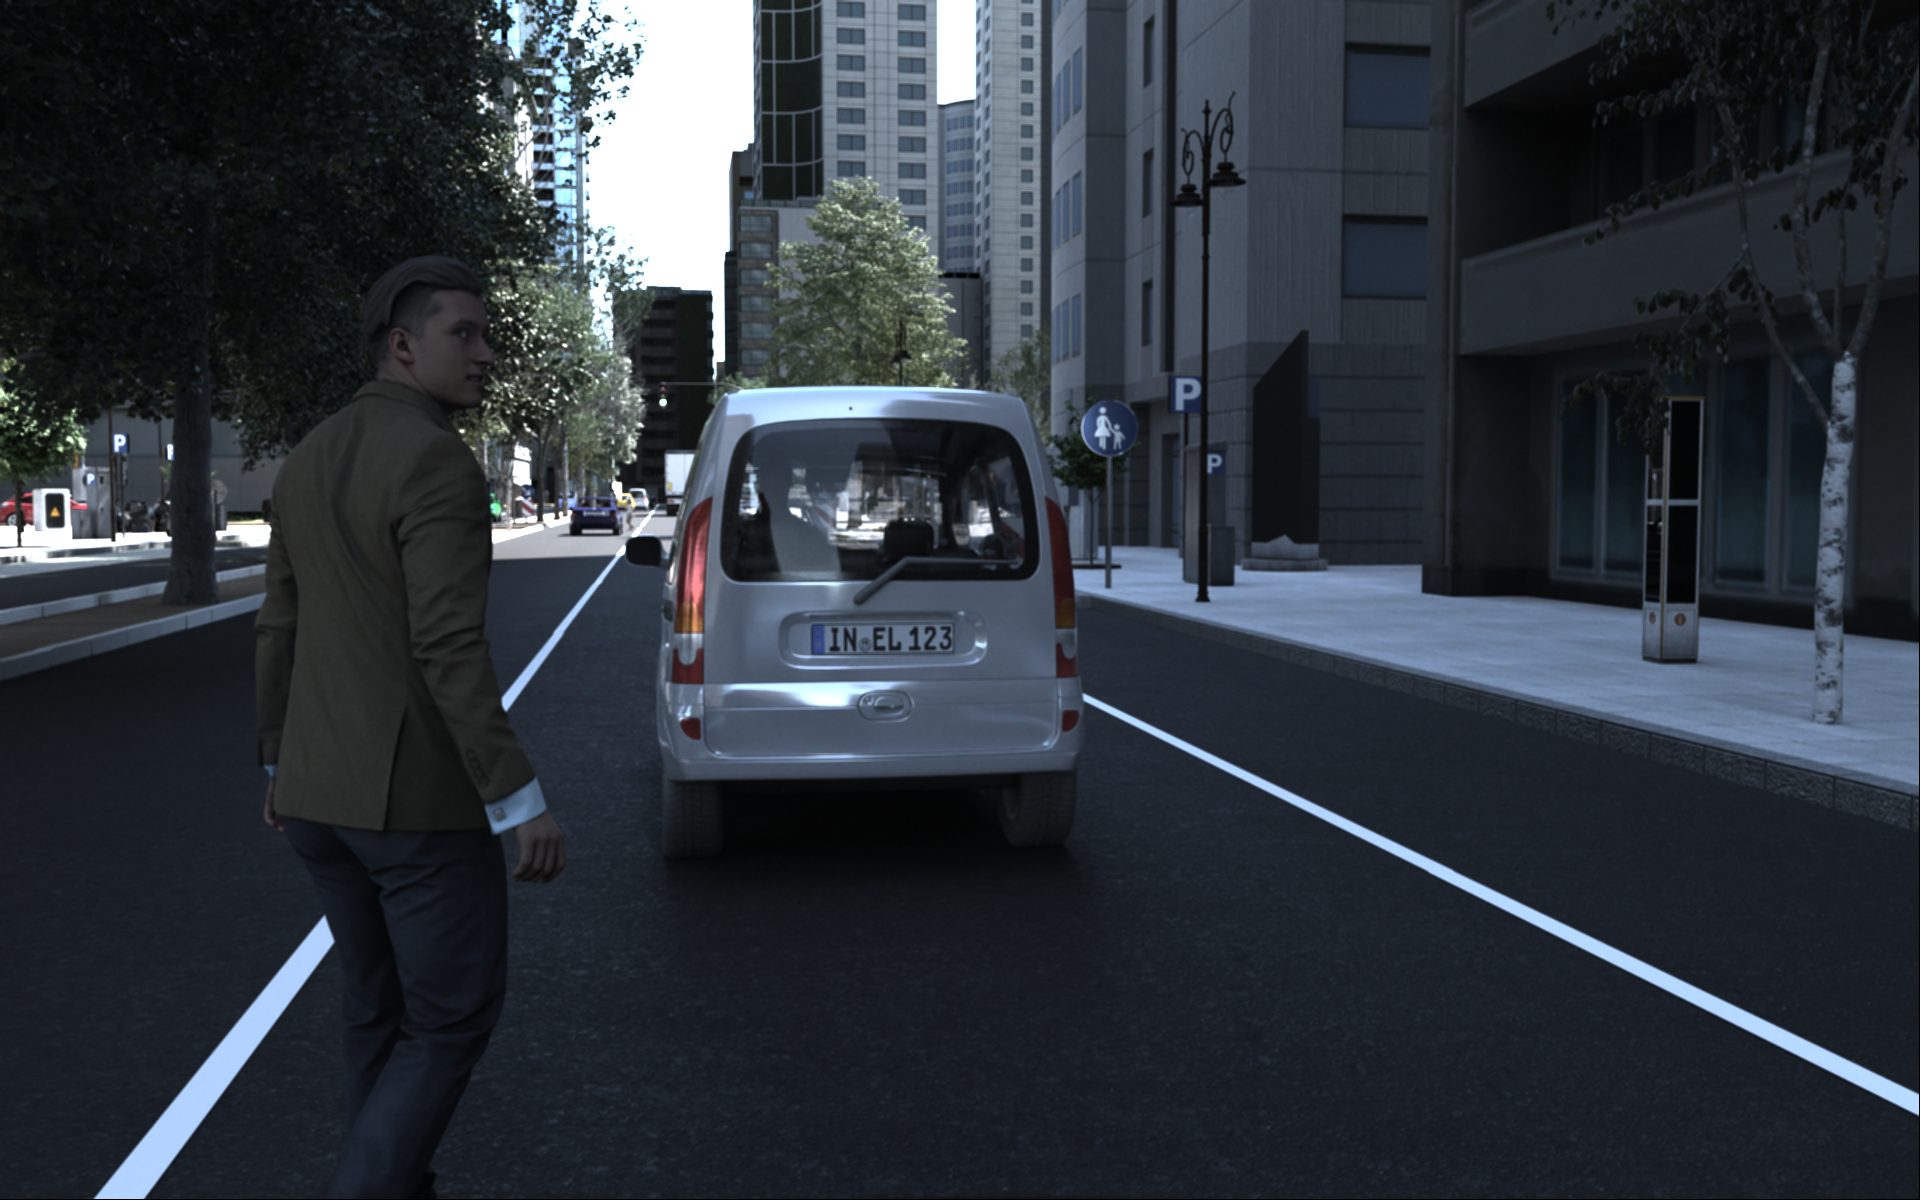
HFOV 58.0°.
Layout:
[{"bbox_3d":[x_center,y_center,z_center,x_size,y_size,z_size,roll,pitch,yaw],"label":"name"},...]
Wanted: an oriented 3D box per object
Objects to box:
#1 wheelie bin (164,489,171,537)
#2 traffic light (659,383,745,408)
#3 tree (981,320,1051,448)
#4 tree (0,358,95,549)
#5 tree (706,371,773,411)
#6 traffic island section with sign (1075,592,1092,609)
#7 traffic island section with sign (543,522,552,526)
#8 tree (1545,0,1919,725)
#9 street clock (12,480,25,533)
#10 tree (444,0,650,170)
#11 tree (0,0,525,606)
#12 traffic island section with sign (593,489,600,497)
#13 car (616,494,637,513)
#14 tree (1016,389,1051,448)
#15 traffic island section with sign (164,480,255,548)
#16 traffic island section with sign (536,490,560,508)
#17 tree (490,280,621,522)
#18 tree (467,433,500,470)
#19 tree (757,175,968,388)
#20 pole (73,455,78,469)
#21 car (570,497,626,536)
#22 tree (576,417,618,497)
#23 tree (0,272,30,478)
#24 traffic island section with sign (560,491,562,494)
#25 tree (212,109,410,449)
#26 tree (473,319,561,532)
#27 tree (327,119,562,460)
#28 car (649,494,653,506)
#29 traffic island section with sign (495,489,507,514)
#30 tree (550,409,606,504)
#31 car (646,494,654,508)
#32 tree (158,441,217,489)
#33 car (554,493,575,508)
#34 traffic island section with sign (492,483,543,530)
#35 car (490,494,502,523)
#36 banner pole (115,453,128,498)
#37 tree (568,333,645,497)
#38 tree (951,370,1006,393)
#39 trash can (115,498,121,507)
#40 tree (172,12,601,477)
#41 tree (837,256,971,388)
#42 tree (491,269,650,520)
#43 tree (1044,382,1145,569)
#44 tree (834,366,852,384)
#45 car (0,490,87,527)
[{"bbox_3d":[-23.425,-2.699,52.034,0.980,1.594,0.693,1,4,18],"label":"wheelie bin"},{"bbox_3d":[-9.914,-5.897,71.089,4.771,5.953,1.251,-1,4,-10],"label":"traffic light"},{"bbox_3d":[3.703,-9.693,92.887,7.601,10.594,8.767,1,4,17],"label":"tree"},{"bbox_3d":[-22.599,-3.529,41.418,4.285,4.588,4.351,0,3,0],"label":"tree"},{"bbox_3d":[-17.505,-13.450,145.670,9.928,11.665,9.643,0,3,0],"label":"tree"},{"bbox_3d":[0.518,-0.844,22.435,1.989,1.847,2.006,-1,4,-10],"label":"traffic island section with sign"},{"bbox_3d":[-19.348,-4.243,77.508,2.006,1.907,1.989,-1,4,-10],"label":"traffic island section with sign"},{"bbox_3d":[4.982,-3.626,9.649,4.360,8.622,3.978,0,3,0],"label":"tree"},{"bbox_3d":[-31.008,-3.214,57.116,0.471,2.002,0.358,3,4,38],"label":"street clock"},{"bbox_3d":[-16.980,-12.134,56.732,12.611,20.169,13.585,0,3,0],"label":"tree"},{"bbox_3d":[-9.993,-6.912,22.126,9.857,13.997,8.962,0,3,0],"label":"tree"},{"bbox_3d":[-31.906,-8.774,151.594,2.006,1.907,1.989,-1,4,-10],"label":"traffic island section with sign"},{"bbox_3d":[-26.251,-7.637,135.089,2.015,1.641,3.980,-1,4,-9],"label":"car"},{"bbox_3d":[4.614,-10.078,115.141,4.360,8.622,3.978,0,3,0],"label":"tree"},{"bbox_3d":[-20.226,-2.336,46.821,1.989,1.847,2.006,-1,4,-10],"label":"traffic island section with sign"},{"bbox_3d":[-42.293,-10.310,177.188,1.989,1.847,2.006,-1,4,-10],"label":"traffic island section with sign"},{"bbox_3d":[-19.995,-9.441,82.573,9.928,11.665,9.643,0,3,0],"label":"tree"},{"bbox_3d":[-39.902,-11.778,142.940,4.737,8.622,4.395,0,3,0],"label":"tree"},{"bbox_3d":[-3.452,-8.816,62.273,7.486,12.596,7.792,0,3,0],"label":"tree"},{"bbox_3d":[-38.064,-4.939,74.597,0.158,3.312,0.155,0,3,0],"label":"pole"},{"bbox_3d":[-12.815,-2.971,61.152,1.945,1.354,3.894,-1,4,-9],"label":"car"},{"bbox_3d":[-30.506,-11.713,144.330,4.360,8.622,3.978,0,3,0],"label":"tree"},{"bbox_3d":[-21.058,-5.270,36.535,4.737,8.622,4.395,0,3,0],"label":"tree"},{"bbox_3d":[-46.927,-11.979,204.490,1.989,1.847,2.006,-1,4,-10],"label":"traffic island section with sign"},{"bbox_3d":[-11.274,-4.694,29.560,4.737,8.622,4.395,0,3,0],"label":"tree"},{"bbox_3d":[-17.170,-6.907,65.743,4.360,8.622,3.978,0,3,0],"label":"tree"},{"bbox_3d":[-14.639,-7.692,46.355,7.486,12.596,7.792,0,3,0],"label":"tree"},{"bbox_3d":[-39.029,-12.643,215.506,1.959,1.807,4.718,0,4,-8],"label":"car"},{"bbox_3d":[-33.920,-7.284,127.715,1.989,1.847,2.006,-1,4,-10],"label":"traffic island section with sign"},{"bbox_3d":[-26.051,-10.068,117.430,4.737,8.622,4.395,0,3,0],"label":"tree"},{"bbox_3d":[-32.668,-10.209,178.721,2.131,1.459,4.920,-1,4,-9],"label":"car"},{"bbox_3d":[-24.705,-3.700,55.099,1.663,3.219,1.824,0,3,0],"label":"tree"},{"bbox_3d":[-36.710,-9.265,161.078,1.945,1.707,3.694,-1,4,-11],"label":"car"},{"bbox_3d":[-18.120,-3.796,70.203,2.006,1.907,1.989,-1,4,-10],"label":"traffic island section with sign"},{"bbox_3d":[-24.324,-4.847,88.046,1.959,1.807,4.718,-1,4,-11],"label":"car"},{"bbox_3d":[-37.640,-5.362,77.681,0.863,3.779,0.401,1,4,21],"label":"banner pole"},{"bbox_3d":[-29.424,-13.941,137.053,9.857,13.997,8.962,0,3,0],"label":"tree"},{"bbox_3d":[0.295,-9.390,103.892,4.360,8.622,3.978,0,3,0],"label":"tree"},{"bbox_3d":[-29.904,-3.012,60.901,0.748,1.137,0.748,0,3,0],"label":"trash can"},{"bbox_3d":[-12.890,-7.243,37.891,9.611,12.733,9.660,0,3,0],"label":"tree"},{"bbox_3d":[-1.912,-6.294,53.267,4.737,8.622,4.395,0,3,0],"label":"tree"},{"bbox_3d":[-21.920,-11.075,93.905,12.009,13.543,11.850,0,3,0],"label":"tree"},{"bbox_3d":[2.268,-2.171,30.105,1.663,3.219,1.824,0,3,0],"label":"tree"},{"bbox_3d":[-5.690,-8.729,93.077,4.360,8.622,3.978,0,3,0],"label":"tree"},{"bbox_3d":[-36.459,-3.744,70.255,4.494,1.783,2.155,-1,4,-8],"label":"car"}]
